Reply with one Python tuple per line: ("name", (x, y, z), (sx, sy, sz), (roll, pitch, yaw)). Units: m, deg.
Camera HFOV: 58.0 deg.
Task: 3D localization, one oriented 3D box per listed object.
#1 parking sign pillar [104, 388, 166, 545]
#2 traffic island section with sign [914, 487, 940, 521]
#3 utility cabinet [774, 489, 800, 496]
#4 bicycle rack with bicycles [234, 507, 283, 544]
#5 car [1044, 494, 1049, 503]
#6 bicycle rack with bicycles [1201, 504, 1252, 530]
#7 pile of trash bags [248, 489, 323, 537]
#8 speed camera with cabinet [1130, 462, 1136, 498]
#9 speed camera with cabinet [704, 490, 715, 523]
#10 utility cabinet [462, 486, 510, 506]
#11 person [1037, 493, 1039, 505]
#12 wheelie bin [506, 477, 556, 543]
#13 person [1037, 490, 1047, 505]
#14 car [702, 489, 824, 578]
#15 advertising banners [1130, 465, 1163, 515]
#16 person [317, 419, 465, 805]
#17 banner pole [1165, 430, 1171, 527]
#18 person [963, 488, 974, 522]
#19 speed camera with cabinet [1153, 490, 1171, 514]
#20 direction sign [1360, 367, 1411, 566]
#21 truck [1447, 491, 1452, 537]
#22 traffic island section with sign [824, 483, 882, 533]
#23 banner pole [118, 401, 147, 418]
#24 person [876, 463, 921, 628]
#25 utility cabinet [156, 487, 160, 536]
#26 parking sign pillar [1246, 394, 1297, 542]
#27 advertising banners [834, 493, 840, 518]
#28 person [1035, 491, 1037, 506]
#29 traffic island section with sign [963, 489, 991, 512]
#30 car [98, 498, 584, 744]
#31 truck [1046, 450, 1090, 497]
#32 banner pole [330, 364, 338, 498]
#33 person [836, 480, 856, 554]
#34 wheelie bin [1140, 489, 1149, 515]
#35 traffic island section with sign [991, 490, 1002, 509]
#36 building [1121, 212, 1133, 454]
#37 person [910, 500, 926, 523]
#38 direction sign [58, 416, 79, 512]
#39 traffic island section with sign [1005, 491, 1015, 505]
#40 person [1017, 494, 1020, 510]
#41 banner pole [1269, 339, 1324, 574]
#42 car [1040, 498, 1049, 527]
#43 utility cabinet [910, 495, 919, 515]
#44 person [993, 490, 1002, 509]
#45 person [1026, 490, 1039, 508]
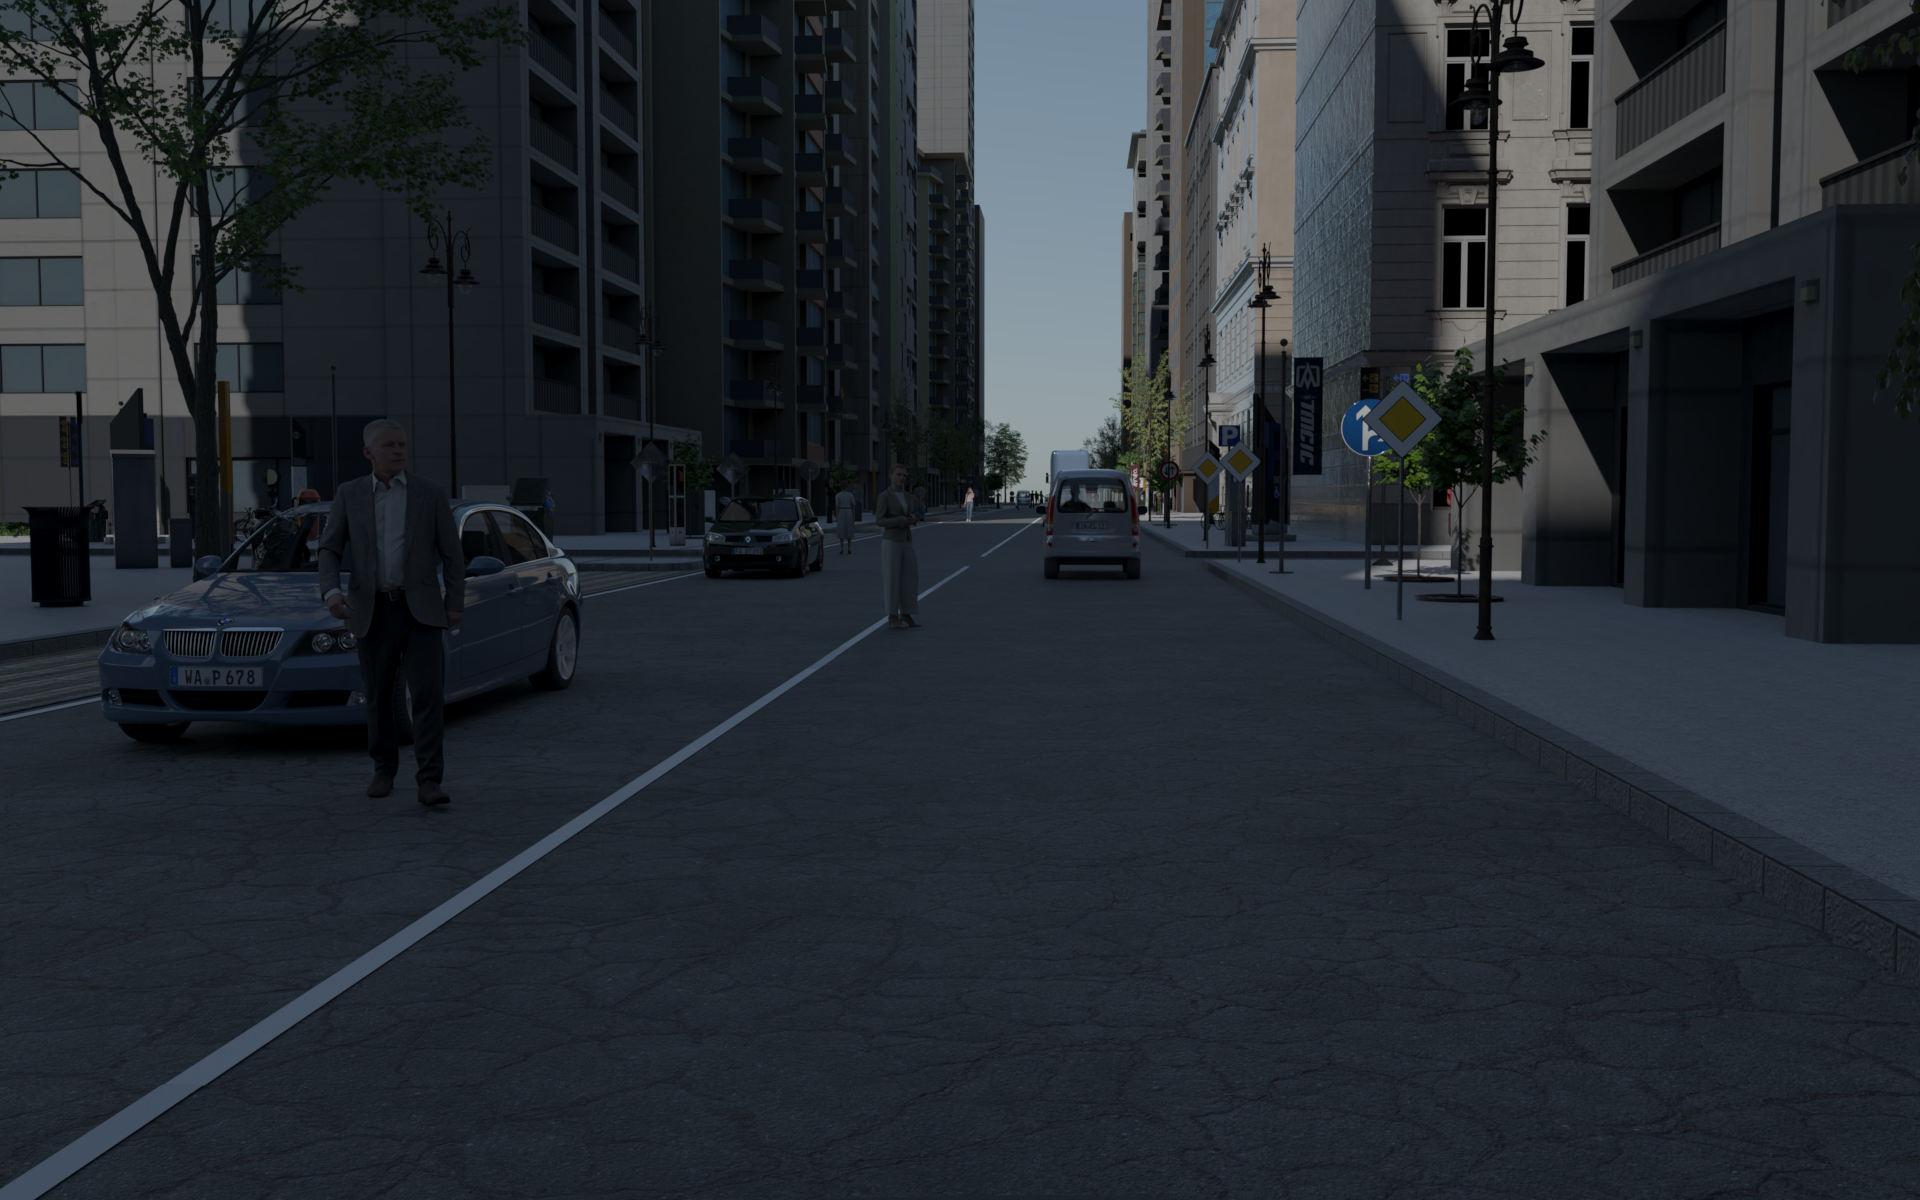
("parking sign pillar", (-21.257, -3.427, 44.510), (1.447, 3.967, 1.447), (2, 4, 33))
("traffic island section with sign", (-2.069, -5.038, 90.991), (1.989, 1.847, 2.006), (0, 4, 4))
("utility cabinet", (-8.082, -4.412, 80.807), (1.173, 1.500, 0.318), (-1, 4, -20))
("bicycle rack with bicycles", (-18.426, -1.987, 45.866), (2.925, 0.926, 2.852), (-1, 4, -20))
("car", (14.118, -16.049, 272.616), (2.015, 1.641, 3.980), (0, 4, 2))
("bicycle rack with bicycles", (9.855, -2.945, 61.534), (2.925, 0.926, 2.852), (-1, 4, -22))
("pile of trash bags", (-11.423, -1.258, 30.326), (1.912, 1.369, 3.447), (-1, 4, -21))
("speed camera with cabinet", (10.498, -6.898, 107.121), (0.660, 3.252, 2.038), (1, 4, 10))
("speed camera with cabinet", (-11.829, -5.147, 78.485), (0.660, 3.252, 2.038), (-3, 4, -38))
("utility cabinet", (-12.394, -2.240, 45.301), (1.173, 1.500, 0.318), (-2, 4, -34))
("person", (10.081, -13.281, 226.090), (0.683, 1.767, 0.568), (2, 4, 26))
("wheelie bin", (-7.863, -1.463, 31.824), (0.980, 1.594, 0.693), (0, 4, 7))
("person", (6.811, -8.227, 143.797), (0.721, 1.735, 1.217), (-3, 5, -40))
("car", (-3.468, -1.294, 30.938), (2.009, 1.686, 4.222), (0, 4, 2))
("advertising banners", (11.389, -6.673, 105.293), (2.074, 3.025, 0.090), (1, 4, 10))
("person", (-2.612, 0.053, 8.034), (0.661, 1.777, 0.834), (-2, 4, -26))
("banner pole", (8.026, -4.675, 66.455), (0.401, 3.779, 0.863), (0, 4, 2))
("person", (0.480, -4.955, 90.111), (0.593, 1.750, 0.643), (1, 4, 16))
("speed camera with cabinet", (12.698, -6.996, 108.719), (0.660, 3.252, 2.038), (-1, 4, -10))
("direction sign", (7.586, -2.385, 30.986), (0.876, 3.537, 0.379), (0, 4, 4))
("truck", (15.587, -2.925, 36.744), (11.283, 4.237, 2.839), (0, 4, 3))
("traffic island section with sign", (-3.904, -3.371, 63.740), (1.989, 1.847, 2.006), (0, 4, 4))
("banner pole", (-22.364, -3.474, 46.809), (0.863, 3.779, 0.401), (-2, 4, -30))
("person", (-0.642, -0.579, 18.523), (0.362, 1.759, 0.519), (3, 5, 43))
("utility cabinet", (-23.965, -2.551, 50.386), (1.173, 1.500, 0.318), (-3, 4, -36))
("parking sign pillar", (8.452, -3.589, 47.154), (1.447, 3.967, 1.447), (3, 4, 38))
("advertising banners", (-6.518, -6.017, 94.572), (0.090, 3.025, 2.074), (1, 4, 13))
("person", (9.284, -12.408, 211.001), (0.705, 1.869, 1.348), (0, 4, 8))
("traffic island section with sign", (1.272, -8.077, 140.693), (1.989, 1.847, 2.006), (0, 4, 4))
("car", (-3.839, 0.030, 11.519), (2.014, 1.417, 4.499), (0, 4, 4))
("truck", (6.514, -6.781, 100.630), (2.967, 4.110, 18.799), (0, 4, 2))
("banner pole", (-12.117, -2.664, 33.567), (0.401, 3.779, 0.863), (-1, 4, -22))
("person", (-2.732, -1.972, 41.313), (0.480, 1.755, 0.524), (-1, 4, -10))
("wheelie bin", (11.107, -5.907, 104.485), (0.693, 1.594, 0.980), (0, 4, 3))
("traffic island section with sign", (3.097, -9.745, 167.958), (1.989, 1.847, 2.006), (0, 4, 4))
("building", (31.876, -37.690, 266.342), (14.600, 45.320, 14.200), (0, 4, 4))
("person", (-2.053, -4.393, 85.820), (1.012, 1.151, 0.738), (-2, 4, -26))
("direction sign", (-26.057, -3.589, 50.685), (0.379, 3.537, 0.876), (0, 4, 6))
("traffic island section with sign", (6.758, -13.072, 222.348), (1.989, 1.847, 2.006), (0, 4, 4))
("person", (5.378, -8.926, 157.663), (0.599, 1.433, 0.991), (0, 4, -5))
("banner pole", (5.436, -2.318, 27.923), (0.863, 3.779, 0.401), (1, 4, 13))
("car", (4.585, -3.945, 76.863), (2.083, 1.381, 4.827), (0, 4, 3))
("utility cabinet", (-2.886, -5.807, 106.103), (1.020, 1.237, 0.306), (1, 4, 20))
("person", (3.618, -9.628, 166.001), (0.705, 1.814, 1.350), (3, 5, 41))
("person", (7.278, -10.137, 174.205), (1.348, 1.831, 0.705), (0, 4, 3))
